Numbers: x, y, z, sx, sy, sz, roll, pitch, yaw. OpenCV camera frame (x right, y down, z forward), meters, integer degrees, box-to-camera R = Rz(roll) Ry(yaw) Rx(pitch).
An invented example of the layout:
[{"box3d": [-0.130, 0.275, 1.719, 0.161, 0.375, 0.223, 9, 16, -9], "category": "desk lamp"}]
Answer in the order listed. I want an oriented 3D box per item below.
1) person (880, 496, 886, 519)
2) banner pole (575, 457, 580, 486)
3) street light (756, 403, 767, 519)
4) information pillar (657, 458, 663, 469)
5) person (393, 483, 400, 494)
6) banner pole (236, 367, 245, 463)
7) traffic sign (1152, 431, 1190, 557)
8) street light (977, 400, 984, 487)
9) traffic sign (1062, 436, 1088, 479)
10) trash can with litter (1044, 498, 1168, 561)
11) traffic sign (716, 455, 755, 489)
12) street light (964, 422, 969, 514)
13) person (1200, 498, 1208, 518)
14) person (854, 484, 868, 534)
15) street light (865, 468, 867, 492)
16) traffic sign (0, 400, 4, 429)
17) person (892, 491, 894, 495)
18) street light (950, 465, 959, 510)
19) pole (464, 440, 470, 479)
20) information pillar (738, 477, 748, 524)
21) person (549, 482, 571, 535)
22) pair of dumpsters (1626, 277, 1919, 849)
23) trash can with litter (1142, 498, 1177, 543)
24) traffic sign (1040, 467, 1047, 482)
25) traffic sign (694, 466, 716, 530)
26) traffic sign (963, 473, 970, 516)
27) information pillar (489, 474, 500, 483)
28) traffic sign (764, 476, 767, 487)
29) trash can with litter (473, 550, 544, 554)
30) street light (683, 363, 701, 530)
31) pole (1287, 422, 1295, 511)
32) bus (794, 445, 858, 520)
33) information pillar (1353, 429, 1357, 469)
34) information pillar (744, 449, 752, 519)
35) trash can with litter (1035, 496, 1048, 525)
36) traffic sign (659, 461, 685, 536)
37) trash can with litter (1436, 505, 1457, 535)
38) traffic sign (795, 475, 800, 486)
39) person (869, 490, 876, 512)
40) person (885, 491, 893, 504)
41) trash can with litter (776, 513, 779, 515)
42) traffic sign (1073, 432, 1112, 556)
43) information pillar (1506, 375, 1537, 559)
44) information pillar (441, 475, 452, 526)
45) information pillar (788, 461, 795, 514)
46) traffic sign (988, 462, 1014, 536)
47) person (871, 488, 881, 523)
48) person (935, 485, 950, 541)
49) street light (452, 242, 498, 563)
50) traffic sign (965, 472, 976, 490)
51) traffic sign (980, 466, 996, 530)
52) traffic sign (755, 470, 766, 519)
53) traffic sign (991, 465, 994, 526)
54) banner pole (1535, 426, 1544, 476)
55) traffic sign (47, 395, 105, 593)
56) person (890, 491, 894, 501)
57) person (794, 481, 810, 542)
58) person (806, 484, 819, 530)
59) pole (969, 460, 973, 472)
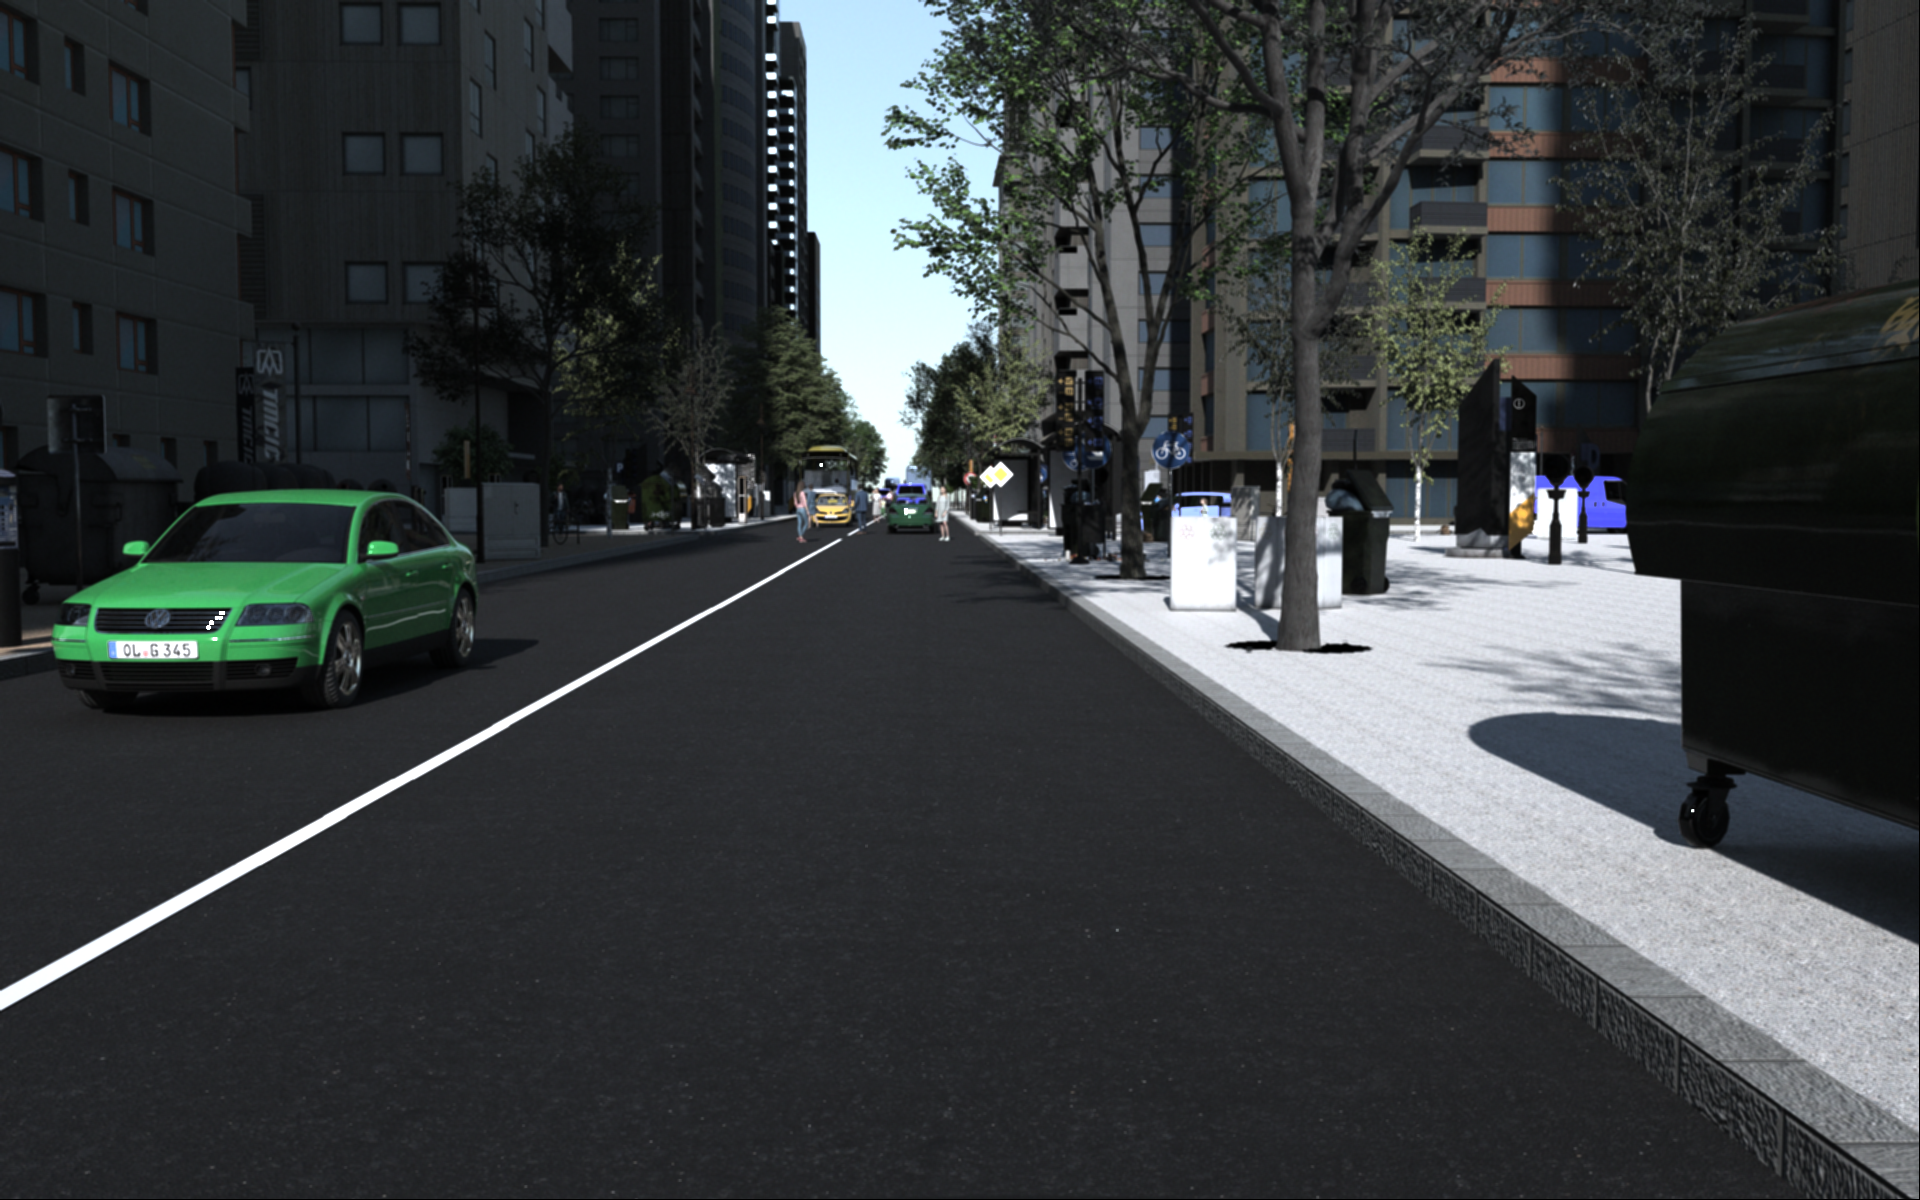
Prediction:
[{"box3d": [-4.512, -5.426, 101.464, 0.306, 1.304, 0.590, -1, 4, -18], "category": "person"}, {"box3d": [-23.420, -7.098, 106.065, 0.401, 3.779, 0.863, 1, 4, 10], "category": "banner pole"}, {"box3d": [-10.024, -7.026, 87.667, 0.468, 5.910, 1.993, 0, 4, -1], "category": "street light"}, {"box3d": [-19.600, -7.449, 113.150, 0.504, 3.616, 0.183, 2, 4, 25], "category": "information pillar"}, {"box3d": [-17.994, -2.835, 55.034, 0.511, 1.800, 0.466, -1, 4, -16], "category": "person"}, {"box3d": [-12.213, -2.447, 30.024, 0.863, 3.779, 0.401, 1, 4, 22], "category": "banner pole"}, {"box3d": [4.254, -2.136, 35.036, 0.768, 2.556, 0.104, 0, 4, 4], "category": "traffic sign"}, {"box3d": [1.047, -6.740, 82.992, 0.468, 5.910, 1.993, 0, 4, -1], "category": "street light"}, {"box3d": [2.611, -2.315, 37.957, 0.768, 2.556, 0.104, 0, 4, -1], "category": "traffic sign"}, {"box3d": [2.880, -1.365, 33.376, 2.233, 1.210, 1.678, 2, 4, 25], "category": "trash can with litter"}, {"box3d": [-11.657, -5.823, 89.080, 2.265, 3.308, 0.079, 0, 4, 0], "category": "traffic sign"}, {"box3d": [0.466, -8.350, 109.307, 0.468, 5.910, 1.993, 0, 4, -1], "category": "street light"}, {"box3d": [7.942, -2.675, 56.510, 0.394, 1.301, 0.425, -2, 4, -29], "category": "person"}, {"box3d": [-3.502, -3.240, 61.656, 0.419, 1.800, 0.721, 3, 5, 40], "category": "person"}, {"box3d": [-13.416, -16.819, 247.785, 0.468, 5.910, 1.993, 0, 4, -1], "category": "street light"}, {"box3d": [-10.943, -1.164, 19.133, 0.768, 2.556, 0.104, 0, 4, 0], "category": "traffic sign"}, {"box3d": [-7.239, -11.006, 189.185, 0.721, 1.736, 1.217, 0, 4, -4], "category": "person"}, {"box3d": [-0.544, -11.361, 158.539, 0.468, 5.910, 1.993, 0, 4, -1], "category": "street light"}, {"box3d": [-18.758, -4.412, 65.978, 0.158, 3.312, 0.155, 0, 3, 0], "category": "pole"}, {"box3d": [-9.263, -4.246, 73.912, 0.304, 2.012, 0.304, 1, 4, 13], "category": "information pillar"}, {"box3d": [-13.259, -3.002, 57.570, 0.794, 1.824, 0.713, -1, 4, -15], "category": "person"}, {"box3d": [3.271, -0.106, 4.221, 1.574, 2.255, 4.437, 0, 4, -1], "category": "pair of dumpsters"}, {"box3d": [5.211, -2.124, 46.116, 1.055, 1.170, 0.624, -3, 4, -37], "category": "trash can with litter"}, {"box3d": [3.592, -4.850, 79.396, 0.768, 2.556, 0.104, 0, 4, 1], "category": "traffic sign"}, {"box3d": [-9.009, -3.523, 61.237, 0.795, 2.450, 0.064, 0, 4, -1], "category": "traffic sign"}, {"box3d": [0.586, -6.244, 102.198, 0.768, 2.556, 0.104, 0, 4, 0], "category": "traffic sign"}, {"box3d": [-16.794, -3.549, 62.521, 0.304, 2.012, 0.304, 1, 4, 17], "category": "information pillar"}, {"box3d": [-10.997, -5.743, 96.023, 0.606, 2.300, 0.079, 0, 4, 4], "category": "traffic sign"}, {"box3d": [-9.764, -1.627, 37.667, 1.678, 1.210, 2.233, 2, 4, 26], "category": "trash can with litter"}, {"box3d": [-9.482, -5.420, 61.398, 0.468, 5.910, 1.993, 0, 4, -1], "category": "street light"}, {"box3d": [9.200, -3.317, 48.069, 0.158, 3.312, 0.155, 0, 3, 0], "category": "pole"}, {"box3d": [-6.850, -6.102, 91.307, 2.896, 3.916, 12.252, 0, 4, -1], "category": "bus"}, {"box3d": [14.125, -4.317, 61.942, 0.183, 3.616, 0.504, 1, 4, 17], "category": "information pillar"}, {"box3d": [-10.982, -6.010, 89.611, 0.183, 3.616, 0.504, 2, 4, 31], "category": "information pillar"}, {"box3d": [3.307, -3.757, 72.821, 0.624, 1.170, 1.055, 1, 4, 19], "category": "trash can with litter"}, {"box3d": [-8.839, -3.034, 53.254, 0.795, 2.450, 0.064, 0, 4, -1], "category": "traffic sign"}, {"box3d": [15.534, -2.628, 54.349, 1.055, 1.170, 0.624, 0, 4, 7], "category": "trash can with litter"}, {"box3d": [-10.596, -6.937, 113.521, 0.768, 2.556, 0.104, 0, 4, 7], "category": "traffic sign"}, {"box3d": [-6.981, -7.956, 139.030, 0.568, 1.767, 0.683, 0, 4, -1], "category": "person"}, {"box3d": [-6.051, -8.568, 149.526, 0.756, 1.711, 0.436, 3, 5, 41], "category": "person"}, {"box3d": [-11.801, -5.894, 107.423, 1.678, 1.210, 2.233, -1, 4, -10], "category": "trash can with litter"}, {"box3d": [2.653, -2.120, 34.761, 0.768, 2.556, 0.104, 0, 4, 4], "category": "traffic sign"}, {"box3d": [11.083, -2.619, 34.172, 0.504, 3.616, 0.183, 0, 4, 4], "category": "information pillar"}, {"box3d": [-20.302, -3.915, 68.500, 0.304, 2.012, 0.304, 1, 4, 14], "category": "information pillar"}, {"box3d": [-10.754, -7.293, 110.594, 0.183, 3.616, 0.504, 3, 5, 45], "category": "information pillar"}, {"box3d": [1.254, -3.046, 53.448, 0.795, 2.450, 0.064, 0, 4, -1], "category": "traffic sign"}, {"box3d": [-4.217, -4.763, 86.952, 0.480, 1.755, 0.524, 1, 4, 10], "category": "person"}, {"box3d": [-0.512, -2.693, 53.527, 0.512, 1.701, 0.522, 2, 4, 26], "category": "person"}, {"box3d": [-8.914, -3.622, 32.006, 0.468, 5.910, 1.993, 0, 4, -1], "category": "street light"}, {"box3d": [0.651, -6.176, 101.076, 0.768, 2.556, 0.104, 0, 4, 3], "category": "traffic sign"}, {"box3d": [1.083, -3.534, 61.431, 0.795, 2.450, 0.064, 0, 4, -1], "category": "traffic sign"}, {"box3d": [-10.502, -5.530, 90.519, 0.768, 2.556, 0.104, 0, 4, 4], "category": "traffic sign"}, {"box3d": [1.362, -4.288, 70.120, 0.884, 2.594, 0.081, 0, 4, 6], "category": "traffic sign"}, {"box3d": [21.171, -4.514, 63.817, 0.863, 3.779, 0.401, 3, 4, 36], "category": "banner pole"}, {"box3d": [-9.153, -0.968, 17.961, 0.606, 2.300, 0.079, 0, 4, 3], "category": "traffic sign"}, {"box3d": [-7.438, -10.771, 185.161, 0.990, 1.755, 0.434, -2, 4, -30], "category": "person"}, {"box3d": [-4.698, -2.639, 51.651, 0.555, 1.821, 0.388, 2, 4, 35], "category": "person"}, {"box3d": [-5.857, -3.673, 68.574, 0.581, 1.822, 0.654, -3, 4, -39], "category": "person"}, {"box3d": [0.669, -6.685, 103.143, 0.158, 3.312, 0.155, 0, 3, 0], "category": "pole"}]
